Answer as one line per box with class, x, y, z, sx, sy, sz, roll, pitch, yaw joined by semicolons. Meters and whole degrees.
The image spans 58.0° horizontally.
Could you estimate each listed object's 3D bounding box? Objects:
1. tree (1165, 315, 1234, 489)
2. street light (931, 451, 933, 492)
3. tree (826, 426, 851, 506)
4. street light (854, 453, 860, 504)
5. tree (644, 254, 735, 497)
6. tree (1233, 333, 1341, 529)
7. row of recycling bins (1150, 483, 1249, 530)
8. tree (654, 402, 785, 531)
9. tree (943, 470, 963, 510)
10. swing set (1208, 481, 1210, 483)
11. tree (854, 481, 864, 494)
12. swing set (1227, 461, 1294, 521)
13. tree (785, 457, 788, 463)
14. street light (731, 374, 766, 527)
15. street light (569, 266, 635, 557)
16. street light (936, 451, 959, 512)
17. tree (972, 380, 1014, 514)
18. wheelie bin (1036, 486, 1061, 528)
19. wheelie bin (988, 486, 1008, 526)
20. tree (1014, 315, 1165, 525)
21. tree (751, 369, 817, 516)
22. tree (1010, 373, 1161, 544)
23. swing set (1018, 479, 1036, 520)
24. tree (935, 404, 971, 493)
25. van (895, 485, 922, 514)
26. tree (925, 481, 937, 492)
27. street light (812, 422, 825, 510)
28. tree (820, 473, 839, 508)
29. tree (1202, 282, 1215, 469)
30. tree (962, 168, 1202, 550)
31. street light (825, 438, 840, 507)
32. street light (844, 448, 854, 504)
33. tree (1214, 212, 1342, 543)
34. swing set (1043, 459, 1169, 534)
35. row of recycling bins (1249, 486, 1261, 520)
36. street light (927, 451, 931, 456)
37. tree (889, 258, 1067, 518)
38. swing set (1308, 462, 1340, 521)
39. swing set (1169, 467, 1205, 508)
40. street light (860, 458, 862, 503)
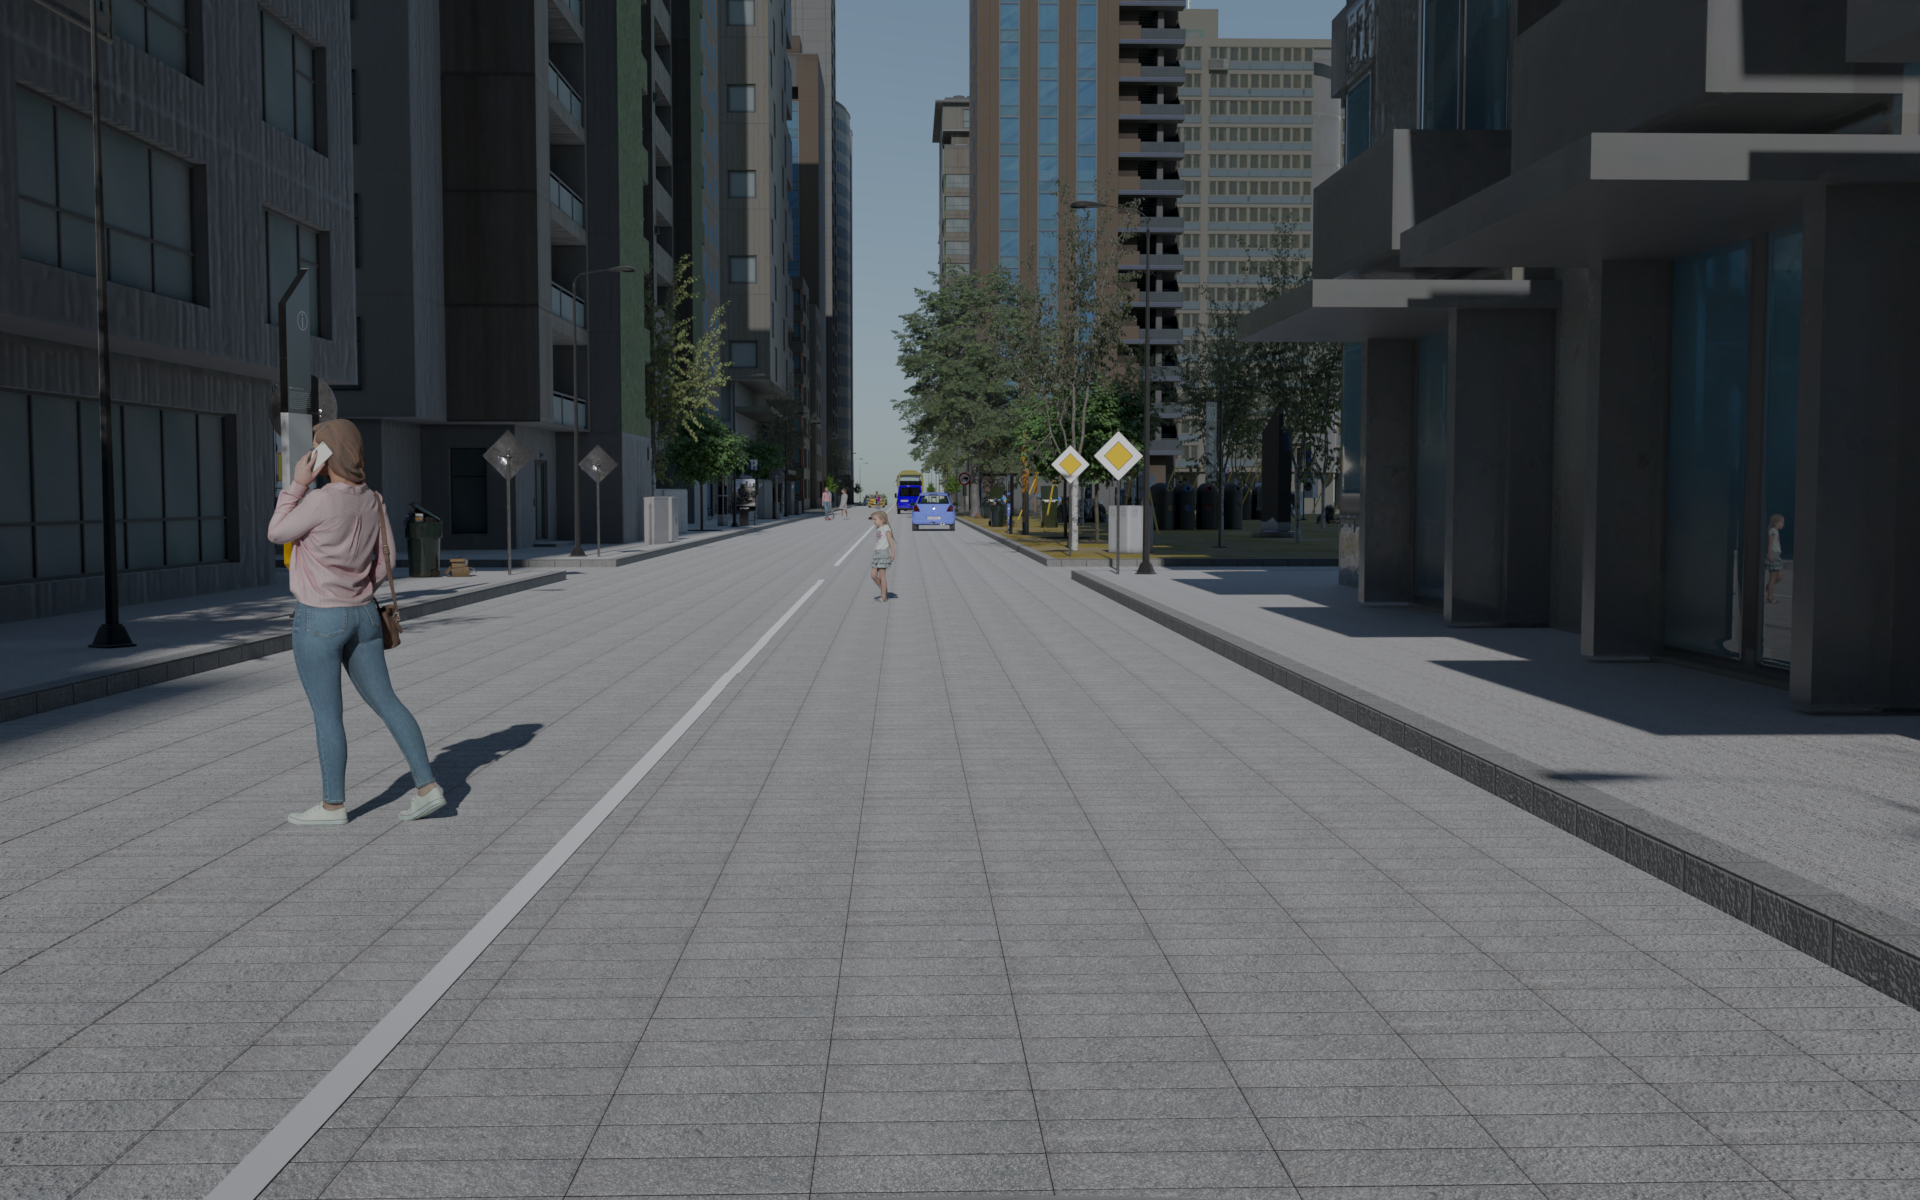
tree;11.093;-7.469;72.478;4.737;8.622;4.395;0;3;0
street light;-1.640;-11.142;154.717;1.470;5.913;1.316;0;4;-2
tree;-13.497;-14.447;186.572;4.360;8.622;3.978;0;3;0
street light;-12.331;-13.591;194.759;1.470;5.913;1.316;0;4;-2
tree;-9.063;-6.238;52.354;4.737;8.622;4.395;0;3;0
tree;13.298;-6.973;64.371;4.737;8.622;4.395;0;3;0
row of recycling bins;8.454;-3.377;62.334;3.534;1.692;1.069;-1;4;-16
tree;-9.096;-4.687;60.339;4.285;4.588;4.351;0;3;0
tree;-0.593;-8.914;140.342;1.663;3.219;1.824;0;3;0
swing set;16.188;-6.103;97.400;2.862;2.851;3.119;-2;4;-26
tree;-14.579;-15.506;248.130;1.663;3.219;1.824;0;3;0
swing set;14.472;-5.260;83.620;2.862;2.851;3.119;0;4;3
tree;-10.677;-6.575;91.208;4.285;4.588;4.351;0;3;0
street light;-8.189;-5.777;67.001;1.470;5.913;1.316;0;4;-2
street light;-7.311;-3.846;35.425;1.470;5.913;1.316;0;4;-2
street light;-0.767;-9.230;123.459;1.470;5.913;1.316;0;4;-2
tree;3.800;-9.427;104.495;4.737;8.622;4.395;0;3;0
wheelie bin;3.359;-3.553;65.999;0.980;1.594;0.693;0;4;-4
wheelie bin;1.530;-3.747;69.175;0.980;1.594;0.693;3;4;36
tree;5.206;-7.354;70.607;4.737;8.622;4.395;0;3;0
tree;-10.419;-9.250;101.593;4.360;8.622;3.978;0;3;0
tree;3.150;-4.073;50.301;4.285;4.588;4.351;0;3;0
swing set;4.806;-5.423;86.285;2.862;2.851;3.119;-1;4;-22
tree;1.610;-9.842;111.273;4.737;8.622;4.395;0;3;0
van;-3.620;-7.387;125.156;2.240;2.365;5.245;0;4;-2
tree;-4.569;-16.440;263.397;1.663;3.219;1.824;0;3;0
street light;-9.655;-8.529;111.995;1.470;5.913;1.316;0;4;-2
tree;-11.960;-10.102;159.772;1.663;3.219;1.824;0;3;0
tree;8.747;-6.595;58.189;4.360;8.622;3.978;0;3;0
tree;2.475;-5.445;39.388;4.360;8.622;3.978;0;3;0
street light;-10.760;-10.415;142.831;1.470;5.913;1.316;0;4;-2
street light;-11.683;-12.302;173.673;1.470;5.913;1.316;0;4;-2
tree;8.883;-5.796;45.128;4.360;8.622;3.978;0;3;0
swing set;4.738;-3.635;57.051;3.119;2.851;2.862;-1;4;-21
row of recycling bins;13.640;-4.827;86.042;3.534;1.692;1.069;-1;4;-9
street light;-2.792;-13.101;186.736;1.470;5.913;1.316;0;4;-2
tree;0.938;-11.476;94.282;9.857;13.997;8.962;0;3;0
swing set;17.993;-5.067;80.458;2.862;2.851;3.119;-1;4;-9
swing set;13.493;-6.423;102.634;2.862;2.851;3.119;-2;4;-26
street light;-13.323;-15.478;225.598;1.470;5.913;1.316;0;4;-2
